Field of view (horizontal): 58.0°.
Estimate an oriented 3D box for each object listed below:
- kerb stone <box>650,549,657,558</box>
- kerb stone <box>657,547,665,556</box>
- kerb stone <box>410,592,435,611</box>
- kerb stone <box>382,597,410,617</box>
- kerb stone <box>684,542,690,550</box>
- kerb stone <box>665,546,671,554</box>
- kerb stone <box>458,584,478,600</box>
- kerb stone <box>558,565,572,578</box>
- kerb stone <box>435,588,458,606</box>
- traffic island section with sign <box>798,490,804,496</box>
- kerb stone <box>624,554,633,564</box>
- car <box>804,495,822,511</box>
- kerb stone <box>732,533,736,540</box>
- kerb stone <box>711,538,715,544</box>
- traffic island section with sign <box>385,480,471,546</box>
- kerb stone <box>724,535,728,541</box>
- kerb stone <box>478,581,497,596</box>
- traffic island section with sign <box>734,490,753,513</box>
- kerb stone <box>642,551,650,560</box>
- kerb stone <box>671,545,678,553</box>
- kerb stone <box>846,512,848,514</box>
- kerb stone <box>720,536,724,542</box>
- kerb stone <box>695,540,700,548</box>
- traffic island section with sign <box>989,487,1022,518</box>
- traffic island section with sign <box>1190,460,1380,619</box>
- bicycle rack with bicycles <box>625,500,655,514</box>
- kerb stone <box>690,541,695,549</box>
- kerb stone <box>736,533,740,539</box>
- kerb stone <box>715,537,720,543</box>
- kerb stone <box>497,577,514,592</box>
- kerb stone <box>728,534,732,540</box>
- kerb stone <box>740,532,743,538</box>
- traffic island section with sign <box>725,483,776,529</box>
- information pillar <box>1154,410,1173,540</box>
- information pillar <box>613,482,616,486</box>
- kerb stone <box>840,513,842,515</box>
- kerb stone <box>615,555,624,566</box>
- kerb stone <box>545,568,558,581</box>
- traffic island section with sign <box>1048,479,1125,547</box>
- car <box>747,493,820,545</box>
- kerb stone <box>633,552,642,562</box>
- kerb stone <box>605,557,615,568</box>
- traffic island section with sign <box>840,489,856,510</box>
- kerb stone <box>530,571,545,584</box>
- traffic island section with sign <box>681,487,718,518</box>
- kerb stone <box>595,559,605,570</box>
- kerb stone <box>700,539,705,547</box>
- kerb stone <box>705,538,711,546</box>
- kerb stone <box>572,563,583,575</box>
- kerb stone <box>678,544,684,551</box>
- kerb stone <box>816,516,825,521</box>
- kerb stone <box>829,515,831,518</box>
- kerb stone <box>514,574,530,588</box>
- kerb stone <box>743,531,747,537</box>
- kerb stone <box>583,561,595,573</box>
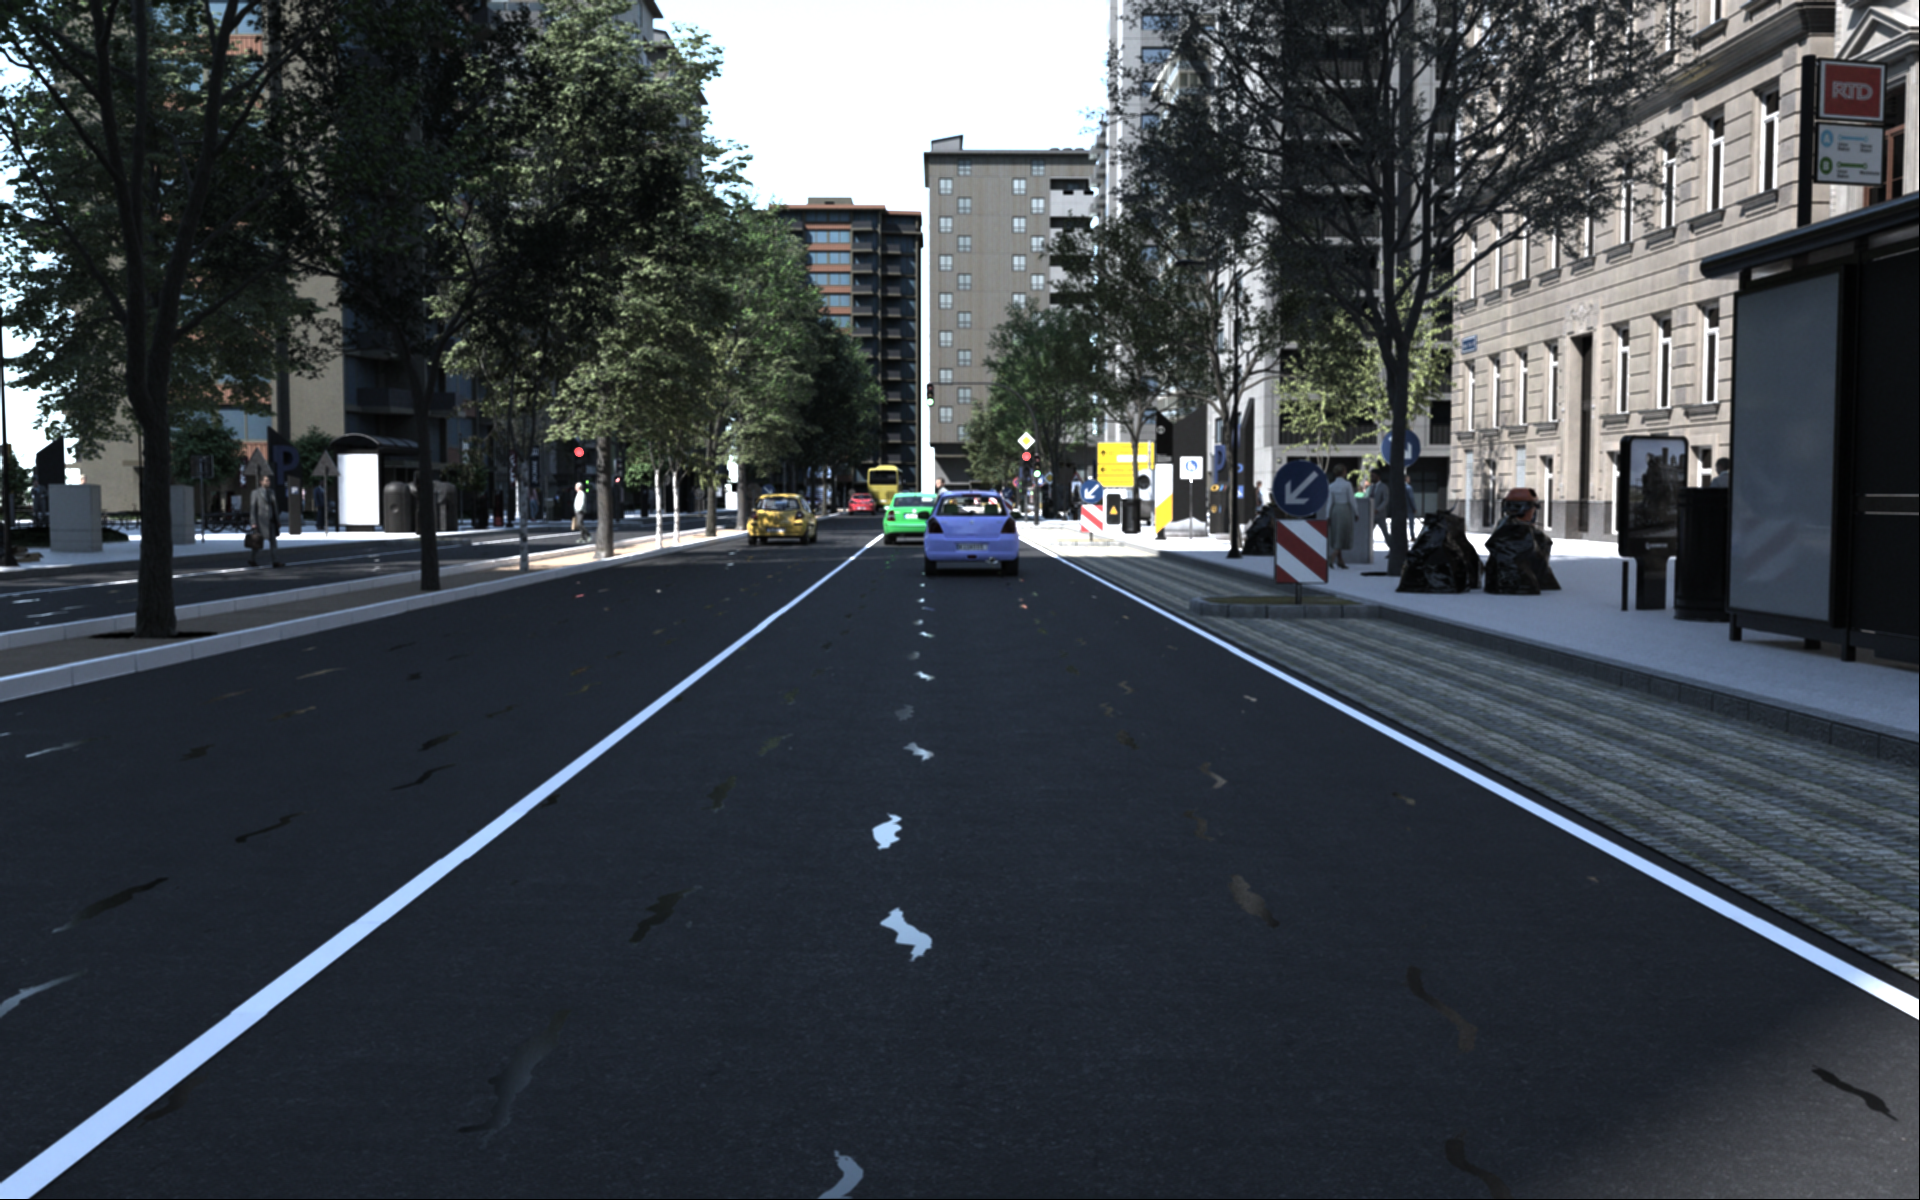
[{"bbox_3d":[-7.023,-1.024,39.043,0.120,0.150,1.000,0,4,-1],"label":"kerb stone"},{"bbox_3d":[-7.033,-1.093,40.065,0.120,0.150,1.000,0,4,-1],"label":"kerb stone"},{"bbox_3d":[-6.792,0.035,21.631,0.120,0.150,1.000,0,4,-1],"label":"kerb stone"},{"bbox_3d":[-6.780,0.098,20.590,0.120,0.150,1.000,0,4,-1],"label":"kerb stone"},{"bbox_3d":[-7.093,-1.343,44.166,0.120,0.150,1.000,0,4,-1],"label":"kerb stone"},{"bbox_3d":[-7.055,-1.154,41.093,0.120,0.150,1.000,0,4,-1],"label":"kerb stone"},{"bbox_3d":[-6.817,-0.087,23.675,0.120,0.150,1.000,0,4,-1],"label":"kerb stone"},{"bbox_3d":[-6.896,-0.466,29.807,0.120,0.150,1.000,0,4,-1],"label":"kerb stone"},{"bbox_3d":[-6.803,-0.028,22.653,0.120,0.150,1.000,0,4,-1],"label":"kerb stone"},{"bbox_3d":[-16.571,-10.540,180.949,1.989,1.847,2.006,0,4,-1],"label":"traffic island section with sign"},{"bbox_3d":[-6.985,-0.842,35.965,0.120,0.150,1.000,0,4,-1],"label":"kerb stone"},{"bbox_3d":[-12.590,-8.193,146.531,1.945,1.354,3.894,0,4,-2],"label":"car"},{"bbox_3d":[-7.229,-1.970,54.410,0.120,0.150,1.000,0,4,-1],"label":"kerb stone"},{"bbox_3d":[-7.164,-1.657,49.287,0.120,0.150,1.000,0,4,-1],"label":"kerb stone"},{"bbox_3d":[-14.782,-2.431,48.380,1.989,1.847,2.006,0,4,-1],"label":"traffic island section with sign"},{"bbox_3d":[-7.202,-1.845,52.361,0.120,0.150,1.000,0,4,-1],"label":"kerb stone"},{"bbox_3d":[-6.824,-0.152,24.698,0.120,0.150,1.000,0,4,-1],"label":"kerb stone"},{"bbox_3d":[-15.877,-7.442,130.310,1.989,1.847,2.006,0,4,-1],"label":"traffic island section with sign"},{"bbox_3d":[-7.008,-0.966,38.016,0.120,0.150,1.000,0,4,-1],"label":"kerb stone"},{"bbox_3d":[-7.059,-1.217,42.115,0.120,0.150,1.000,0,4,-1],"label":"kerb stone"},{"bbox_3d":[-8.132,-6.078,121.592,0.120,0.150,1.000,0,4,-1],"label":"kerb stone"},{"bbox_3d":[-7.189,-1.782,51.331,0.120,0.150,1.000,0,4,-1],"label":"kerb stone"},{"bbox_3d":[-7.123,-1.469,46.209,0.120,0.150,1.000,0,4,-1],"label":"kerb stone"},{"bbox_3d":[2.699,-5.788,103.259,1.989,1.847,2.006,0,4,-1],"label":"traffic island section with sign"},{"bbox_3d":[3.808,-0.740,20.720,1.989,1.847,2.006,0,4,-1],"label":"traffic island section with sign"},{"bbox_3d":[-20.658,-6.070,112.621,2.852,0.926,2.925,0,4,-6],"label":"bicycle rack with bicycles"},{"bbox_3d":[-7.112,-1.399,45.188,0.120,0.150,1.000,0,4,-1],"label":"kerb stone"},{"bbox_3d":[-7.239,-2.025,55.435,0.120,0.150,1.000,0,4,-1],"label":"kerb stone"},{"bbox_3d":[-7.181,-1.715,50.309,0.120,0.150,1.000,0,4,-1],"label":"kerb stone"},{"bbox_3d":[-6.839,-0.210,25.720,0.120,0.150,1.000,0,4,-1],"label":"kerb stone"},{"bbox_3d":[-7.227,-1.908,53.388,0.120,0.150,1.000,0,4,-1],"label":"kerb stone"},{"bbox_3d":[-7.260,-2.095,56.456,0.120,0.150,1.000,0,4,-1],"label":"kerb stone"},{"bbox_3d":[-8.496,-3.830,70.761,2.006,1.907,1.989,0,4,-1],"label":"traffic island section with sign"},{"bbox_3d":[5.653,-3.466,48.022,0.504,3.616,0.183,1,4,21],"label":"information pillar"},{"bbox_3d":[-20.619,-6.080,103.898,0.304,2.012,0.304,0,4,4],"label":"information pillar"},{"bbox_3d":[-8.043,-5.637,114.430,0.120,0.150,1.000,0,4,-1],"label":"kerb stone"},{"bbox_3d":[-6.971,-0.778,34.935,0.120,0.150,1.000,0,4,-1],"label":"kerb stone"},{"bbox_3d":[-6.887,-0.403,28.785,0.120,0.150,1.000,0,4,-1],"label":"kerb stone"},{"bbox_3d":[3.450,-2.388,47.673,1.989,1.847,2.006,0,4,-1],"label":"traffic island section with sign"},{"bbox_3d":[-5.116,-2.449,50.259,2.015,1.641,3.980,0,4,1],"label":"car"},{"bbox_3d":[-6.995,-0.905,36.992,0.120,0.150,1.000,0,4,-1],"label":"kerb stone"},{"bbox_3d":[-6.955,-0.716,33.907,0.120,0.150,1.000,0,4,-1],"label":"kerb stone"},{"bbox_3d":[-9.608,-8.878,153.299,2.006,1.907,1.989,0,4,-1],"label":"traffic island section with sign"},{"bbox_3d":[-6.871,-0.341,27.764,0.120,0.150,1.000,0,4,-1],"label":"kerb stone"},{"bbox_3d":[-15.528,-5.794,103.357,1.989,1.847,2.006,0,4,-1],"label":"traffic island section with sign"},{"bbox_3d":[-6.942,-0.650,32.885,0.120,0.150,1.000,0,4,-1],"label":"kerb stone"},{"bbox_3d":[-7.137,-1.531,47.234,0.120,0.150,1.000,0,4,-1],"label":"kerb stone"},{"bbox_3d":[-7.146,-1.594,48.256,0.120,0.150,1.000,0,4,-1],"label":"kerb stone"},{"bbox_3d":[-6.918,-0.528,30.829,0.120,0.150,1.000,0,4,-1],"label":"kerb stone"},{"bbox_3d":[-7.084,-1.281,43.140,0.120,0.150,1.000,0,4,-1],"label":"kerb stone"},{"bbox_3d":[-7.808,-4.576,97.013,0.120,0.150,1.000,0,4,-1],"label":"kerb stone"},{"bbox_3d":[-7.867,-4.889,102.133,0.120,0.150,1.000,0,4,-1],"label":"kerb stone"},{"bbox_3d":[-6.856,-0.278,26.742,0.120,0.150,1.000,0,4,-1],"label":"kerb stone"},{"bbox_3d":[-7.271,-2.158,57.478,0.120,0.150,1.000,0,4,-1],"label":"kerb stone"},{"bbox_3d":[-6.924,-0.591,31.851,0.120,0.150,1.000,0,4,-1],"label":"kerb stone"}]
